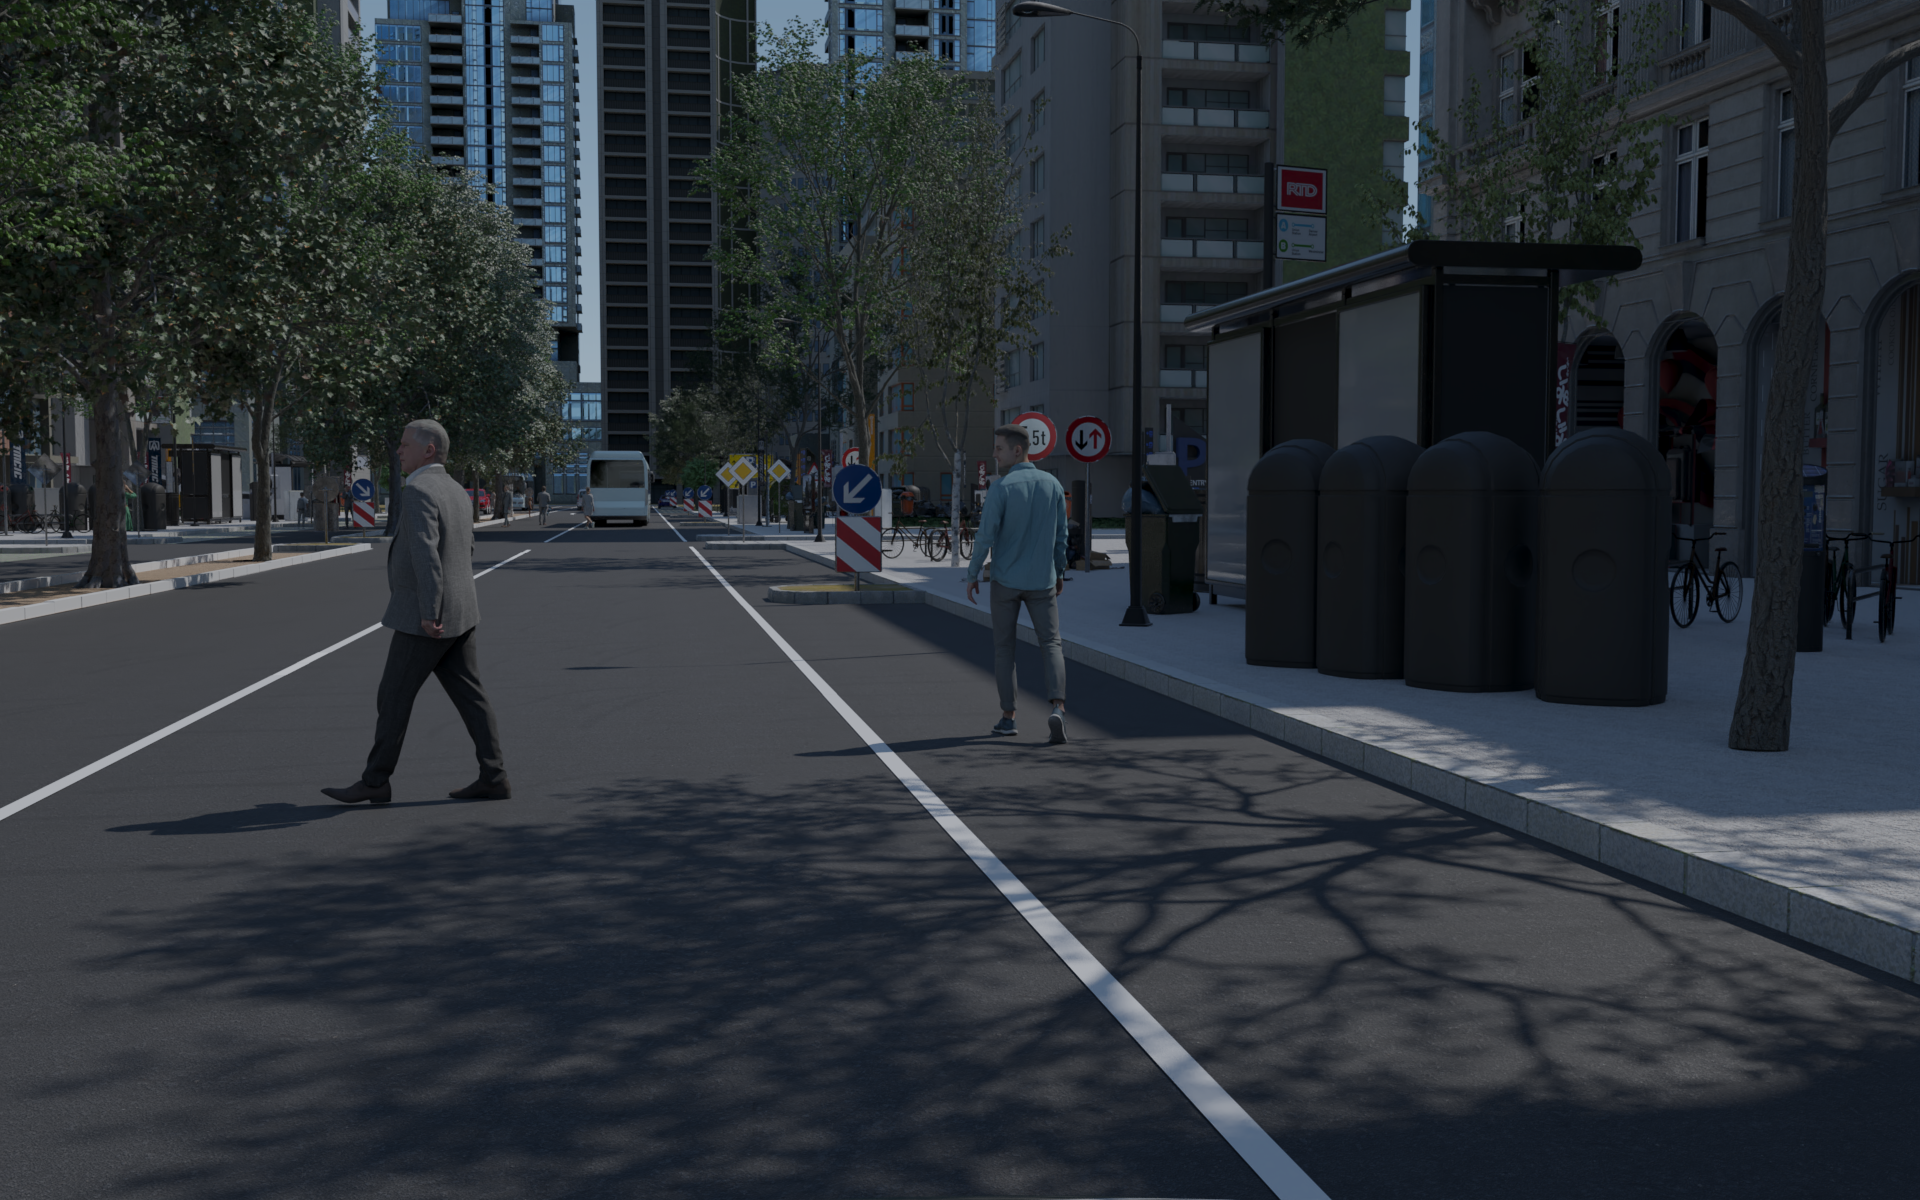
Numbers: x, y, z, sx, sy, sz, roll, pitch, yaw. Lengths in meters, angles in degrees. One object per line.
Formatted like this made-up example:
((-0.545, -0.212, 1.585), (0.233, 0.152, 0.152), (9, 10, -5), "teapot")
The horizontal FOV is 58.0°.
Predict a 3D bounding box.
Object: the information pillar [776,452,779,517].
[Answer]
((-10.074, -6.368, 95.479), (0.183, 3.616, 0.504), (-1, 4, -17), "information pillar")

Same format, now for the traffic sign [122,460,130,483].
((-31.873, -4.053, 66.266), (0.884, 2.594, 0.081), (-1, 4, -10), "traffic sign")

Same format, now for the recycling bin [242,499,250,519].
((-36.758, -4.711, 89.575), (0.722, 1.027, 0.722), (-2, 4, -26), "recycling bin")

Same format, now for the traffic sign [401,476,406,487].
((-39.462, -7.468, 122.203), (0.768, 2.556, 0.104), (-1, 4, -8), "traffic sign")

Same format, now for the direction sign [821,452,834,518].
((-7.282, -6.250, 94.189), (0.876, 3.537, 0.379), (-1, 4, -21), "direction sign")

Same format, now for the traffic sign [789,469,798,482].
((-8.570, -5.350, 87.580), (0.768, 2.556, 0.104), (-1, 4, -10), "traffic sign")

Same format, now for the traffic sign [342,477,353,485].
((-42.002, -7.254, 118.710), (0.768, 2.556, 0.104), (0, 4, -2), "traffic sign")

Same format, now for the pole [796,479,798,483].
((-8.217, -5.750, 87.859), (0.158, 3.312, 0.155), (0, 3, 0), "pole")

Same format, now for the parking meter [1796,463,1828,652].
((6.872, -0.352, 14.168), (0.372, 1.533, 0.369), (0, 3, 0), "parking meter")

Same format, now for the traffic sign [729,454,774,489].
((-10.527, -5.724, 87.453), (2.265, 3.308, 0.079), (0, 4, -5), "traffic sign")

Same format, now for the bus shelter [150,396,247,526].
((-32.307, -5.854, 73.343), (2.179, 5.291, 8.768), (-1, 4, -10), "bus shelter")

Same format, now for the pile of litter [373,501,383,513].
((-39.934, -6.325, 117.371), (1.719, 0.858, 1.176), (-2, 4, -33), "pile of litter")

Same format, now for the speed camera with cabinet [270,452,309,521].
((-32.363, -5.426, 83.047), (0.660, 3.252, 2.038), (3, 5, 42), "speed camera with cabinet")

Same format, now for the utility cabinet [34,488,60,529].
((-33.184, -3.316, 62.896), (1.173, 1.500, 0.318), (-1, 4, -21), "utility cabinet")

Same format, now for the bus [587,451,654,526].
((-15.770, -5.247, 80.644), (2.948, 3.499, 13.247), (-1, 4, -10), "bus")

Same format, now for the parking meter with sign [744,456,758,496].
((-9.478, -5.055, 78.912), (0.543, 3.016, 1.738), (-1, 4, -12), "parking meter with sign")

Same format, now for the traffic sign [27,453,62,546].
((-22.540, -2.388, 42.687), (0.795, 2.450, 0.064), (-1, 4, -10), "traffic sign")

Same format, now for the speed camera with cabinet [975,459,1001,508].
((1.367, -5.560, 85.235), (0.660, 3.252, 2.038), (-1, 4, -22), "speed camera with cabinet")

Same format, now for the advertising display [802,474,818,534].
((-4.908, -3.115, 56.147), (0.123, 1.923, 0.974), (-2, 4, -23), "advertising display")

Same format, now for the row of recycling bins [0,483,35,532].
((-33.114, -3.165, 58.854), (1.069, 1.692, 3.534), (1, 4, 20), "row of recycling bins")

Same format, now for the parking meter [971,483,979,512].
((0.795, -5.413, 94.217), (0.399, 1.863, 0.255), (-2, 4, -33), "parking meter")

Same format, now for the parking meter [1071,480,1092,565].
((2.217, -1.415, 31.551), (0.372, 1.533, 0.369), (0, 3, 0), "parking meter")

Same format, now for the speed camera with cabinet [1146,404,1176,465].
((4.435, -2.729, 38.951), (0.660, 3.252, 2.038), (0, 4, 2), "speed camera with cabinet")

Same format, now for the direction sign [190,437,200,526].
((-30.424, -4.694, 68.748), (0.379, 3.537, 0.876), (-1, 4, -21), "direction sign")

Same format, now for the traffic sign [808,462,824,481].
((-5.934, -4.317, 70.589), (0.884, 2.594, 0.081), (-1, 4, -9), "traffic sign")

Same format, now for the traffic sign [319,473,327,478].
((-37.931, -6.312, 103.314), (0.768, 2.556, 0.104), (0, 4, -2), "traffic sign")

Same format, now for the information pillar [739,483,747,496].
((-10.164, -4.692, 81.211), (0.304, 2.012, 0.304), (3, 5, 44), "information pillar")

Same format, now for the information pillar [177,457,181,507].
((-40.549, -6.058, 90.410), (0.504, 3.616, 0.183), (-2, 4, -29), "information pillar")

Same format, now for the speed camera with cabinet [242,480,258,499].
((-44.771, -7.080, 110.092), (2.038, 3.252, 0.660), (1, 4, 20), "speed camera with cabinet")

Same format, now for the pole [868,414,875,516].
((-2.266, -3.084, 44.266), (0.158, 3.312, 0.155), (0, 3, 0), "pole")

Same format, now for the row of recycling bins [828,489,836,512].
((-7.944, -7.318, 126.762), (3.534, 1.692, 1.069), (-2, 4, -25), "row of recycling bins")

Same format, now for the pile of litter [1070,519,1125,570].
((2.057, -0.948, 29.464), (1.719, 0.858, 1.176), (-1, 4, -18), "pile of litter")

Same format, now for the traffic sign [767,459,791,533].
((-5.943, -3.410, 56.939), (0.795, 2.450, 0.064), (0, 4, -6), "traffic sign")

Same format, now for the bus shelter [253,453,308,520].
((-34.256, -5.759, 88.081), (2.014, 3.302, 5.546), (-1, 4, -10), "bus shelter")

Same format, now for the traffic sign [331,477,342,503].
((-36.420, -6.059, 101.188), (0.606, 2.300, 0.079), (0, 4, -8), "traffic sign")

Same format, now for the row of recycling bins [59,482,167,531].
((-30.113, -3.337, 61.668), (1.069, 1.692, 3.534), (3, 5, 44), "row of recycling bins")

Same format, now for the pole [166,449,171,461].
((-34.657, -5.019, 75.901), (0.158, 3.312, 0.155), (0, 3, 0), "pole")

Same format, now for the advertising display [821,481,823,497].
((-6.801, -4.604, 80.488), (0.974, 1.923, 0.123), (2, 4, 28), "advertising display")

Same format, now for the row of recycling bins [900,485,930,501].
((-2.210, -5.263, 93.160), (1.069, 1.692, 3.534), (1, 4, 9), "row of recycling bins")

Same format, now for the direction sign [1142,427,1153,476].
((6.212, -4.089, 58.854), (0.876, 3.537, 0.379), (-2, 4, -34), "direction sign")

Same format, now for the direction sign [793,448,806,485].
((-7.931, -5.708, 85.318), (0.379, 3.537, 0.876), (3, 5, 41), "direction sign")

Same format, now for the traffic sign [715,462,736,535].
((-7.171, -3.056, 53.606), (0.795, 2.450, 0.064), (-1, 4, -10), "traffic sign")

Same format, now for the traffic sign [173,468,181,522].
((-34.577, -4.614, 76.627), (0.795, 2.450, 0.064), (0, 4, -1), "traffic sign")

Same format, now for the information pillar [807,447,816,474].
((-7.471, -5.841, 86.855), (0.504, 3.616, 0.183), (2, 4, 25), "information pillar")

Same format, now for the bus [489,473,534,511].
((-38.276, -9.391, 148.395), (2.948, 3.499, 13.247), (-1, 4, -10), "bus")

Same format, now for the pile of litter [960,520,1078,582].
((0.820, -0.707, 25.525), (1.719, 0.858, 1.176), (0, 4, 2), "pile of litter")

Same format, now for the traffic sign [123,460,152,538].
((-23.987, -2.868, 50.540), (0.795, 2.450, 0.064), (-1, 4, -10), "traffic sign")

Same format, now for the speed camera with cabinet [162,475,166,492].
((-38.878, -5.405, 82.703), (0.660, 3.252, 2.038), (3, 4, 39), "speed camera with cabinet")

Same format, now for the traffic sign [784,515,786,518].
((-9.564, -5.653, 94.562), (0.606, 2.300, 0.079), (-1, 4, -9), "traffic sign")

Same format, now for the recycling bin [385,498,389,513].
((-39.075, -6.516, 119.094), (0.722, 1.027, 0.722), (-3, 4, -36), "recycling bin")

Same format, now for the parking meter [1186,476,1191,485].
((7.228, -3.061, 55.759), (0.255, 1.863, 0.399), (-1, 4, -22), "parking meter")

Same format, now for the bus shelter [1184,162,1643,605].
((3.944, -2.513, 18.720), (2.179, 5.291, 8.768), (-1, 4, -10), "bus shelter")

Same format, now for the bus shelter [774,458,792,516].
((-10.542, -6.447, 99.324), (2.014, 3.302, 5.546), (-1, 4, -10), "bus shelter")

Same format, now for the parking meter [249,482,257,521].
((-33.736, -4.711, 82.731), (0.399, 1.863, 0.255), (3, 5, 45), "parking meter")

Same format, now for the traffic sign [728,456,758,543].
((-5.724, -2.576, 45.752), (0.795, 2.450, 0.064), (-1, 4, -10), "traffic sign")

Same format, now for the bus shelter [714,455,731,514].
((-14.420, -7.176, 108.617), (1.731, 3.624, 6.357), (-1, 4, -10), "bus shelter")

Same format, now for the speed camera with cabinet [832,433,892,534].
((-3.183, -3.779, 56.117), (2.038, 3.252, 0.660), (2, 4, 34), "speed camera with cabinet")

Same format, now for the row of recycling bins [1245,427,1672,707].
((3.264, -0.293, 11.908), (1.069, 1.692, 3.534), (-2, 4, -32), "row of recycling bins")

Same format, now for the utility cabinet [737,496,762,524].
((-8.999, -3.842, 73.981), (1.020, 1.237, 0.306), (-2, 4, -25), "utility cabinet")
